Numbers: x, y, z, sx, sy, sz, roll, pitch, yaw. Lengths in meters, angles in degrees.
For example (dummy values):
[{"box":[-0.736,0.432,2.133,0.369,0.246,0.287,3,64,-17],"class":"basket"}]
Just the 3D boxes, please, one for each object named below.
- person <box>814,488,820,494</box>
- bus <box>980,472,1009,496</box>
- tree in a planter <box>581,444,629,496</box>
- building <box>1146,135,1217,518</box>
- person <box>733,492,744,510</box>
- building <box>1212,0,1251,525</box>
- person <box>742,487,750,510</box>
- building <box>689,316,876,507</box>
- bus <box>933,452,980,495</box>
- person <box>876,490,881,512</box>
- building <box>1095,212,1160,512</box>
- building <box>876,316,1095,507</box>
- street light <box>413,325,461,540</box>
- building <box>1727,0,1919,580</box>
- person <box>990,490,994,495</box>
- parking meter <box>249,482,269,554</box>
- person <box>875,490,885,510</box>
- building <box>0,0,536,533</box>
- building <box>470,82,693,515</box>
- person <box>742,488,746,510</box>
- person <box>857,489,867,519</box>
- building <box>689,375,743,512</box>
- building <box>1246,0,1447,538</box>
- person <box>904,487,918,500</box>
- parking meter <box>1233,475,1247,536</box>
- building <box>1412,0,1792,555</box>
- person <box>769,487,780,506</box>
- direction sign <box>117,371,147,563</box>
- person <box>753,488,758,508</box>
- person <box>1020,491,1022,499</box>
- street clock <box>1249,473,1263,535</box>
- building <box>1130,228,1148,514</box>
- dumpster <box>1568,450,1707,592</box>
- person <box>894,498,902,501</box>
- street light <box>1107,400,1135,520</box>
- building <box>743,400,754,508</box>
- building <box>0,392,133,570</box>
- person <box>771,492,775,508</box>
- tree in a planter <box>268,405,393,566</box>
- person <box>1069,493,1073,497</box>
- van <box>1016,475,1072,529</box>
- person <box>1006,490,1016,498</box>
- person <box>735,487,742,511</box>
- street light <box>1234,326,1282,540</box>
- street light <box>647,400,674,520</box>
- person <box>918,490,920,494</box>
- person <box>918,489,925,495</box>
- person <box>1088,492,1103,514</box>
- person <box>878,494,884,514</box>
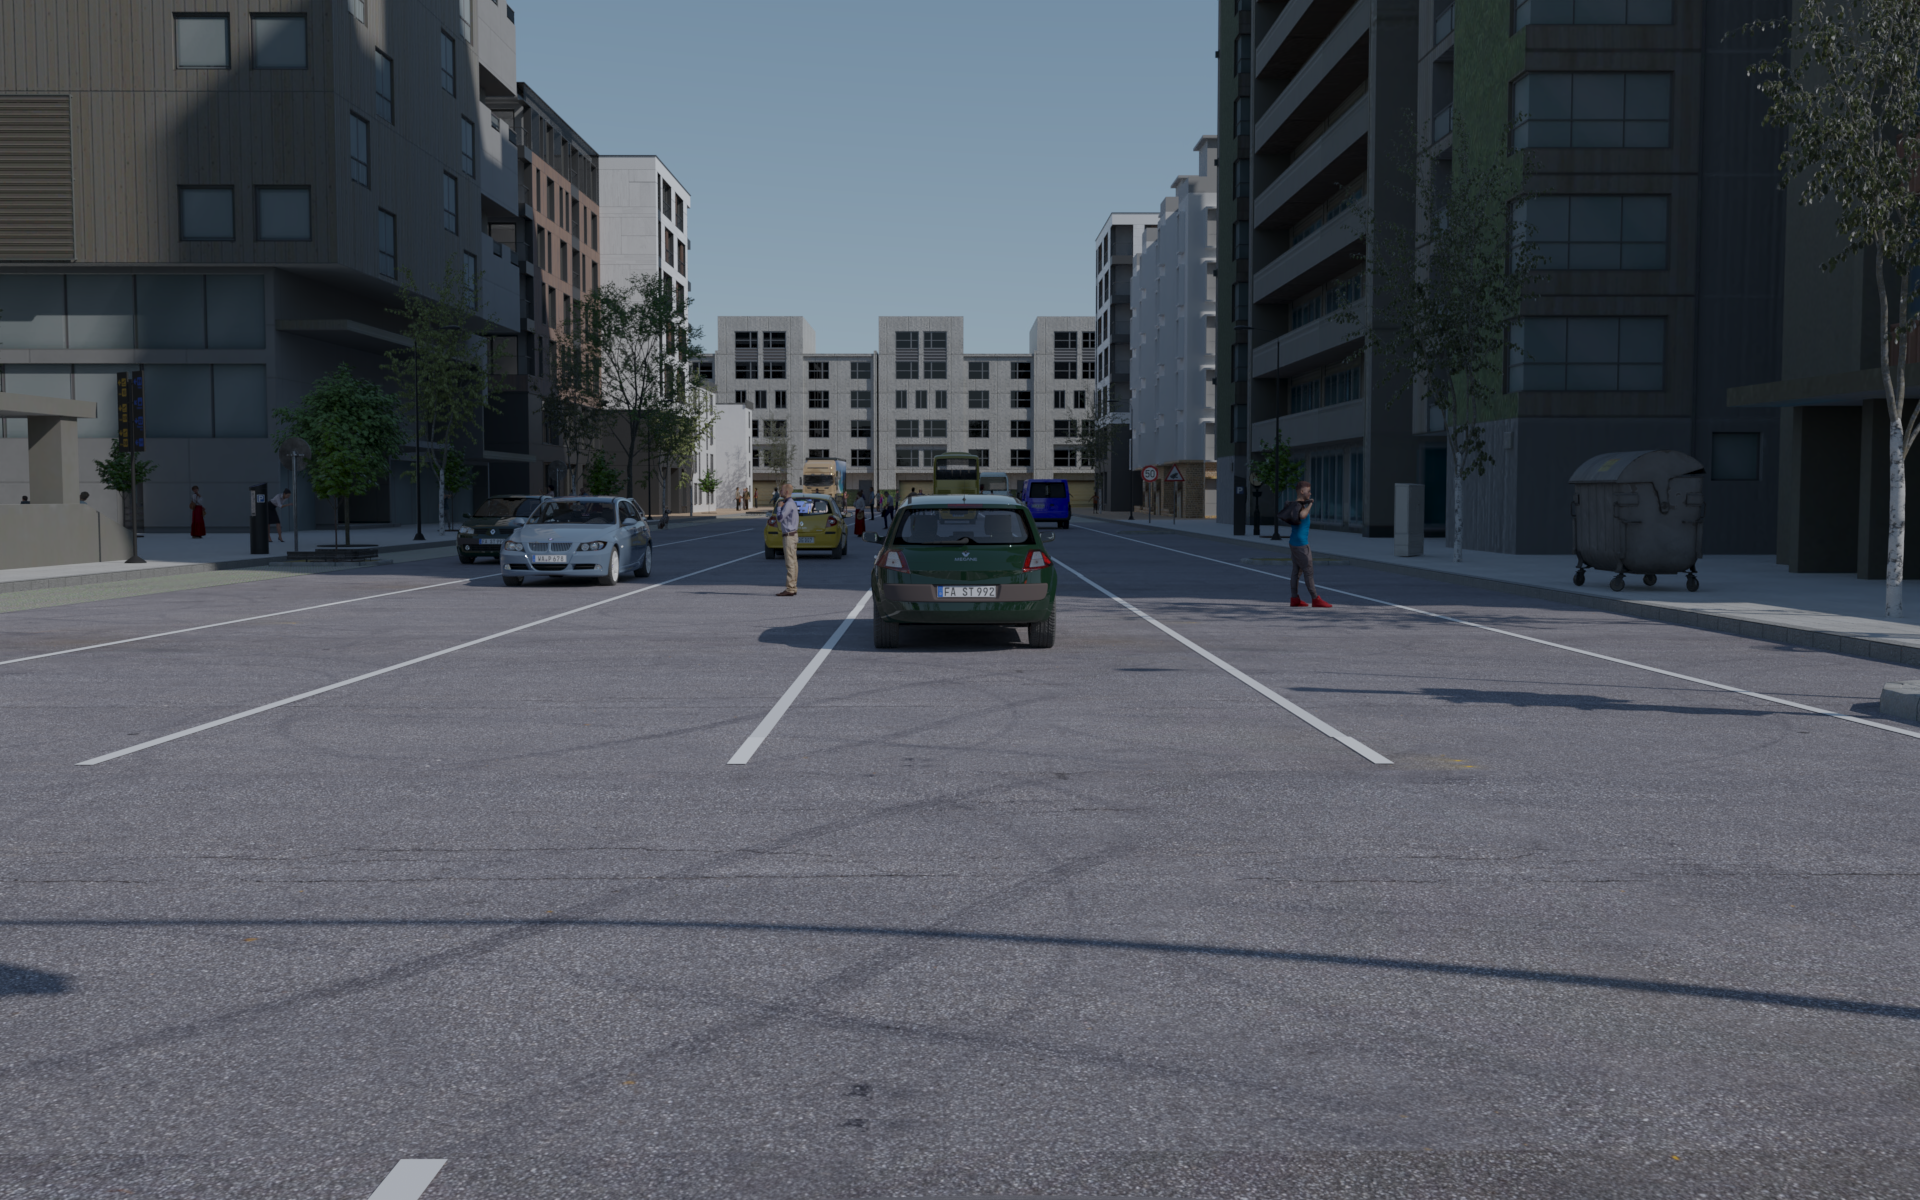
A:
[{"box":[-8.288,-5.501,98.896,0.683,1.767,0.568,-3,4,-39],"class":"person"},{"box":[2.847,-9.650,152.639,2.948,3.499,13.247,0,4,0],"class":"bus"},{"box":[-12.800,-3.954,61.871,1.991,3.239,1.994,0,4,0],"class":"tree in a planter"},{"box":[19.309,-14.727,97.200,16.016,20.091,11.380,0,4,0],"class":"building"},{"box":[-17.246,-7.695,135.113,1.065,1.426,0.557,-3,5,-42],"class":"person"},{"box":[18.396,-18.748,78.227,14.160,30.474,14.107,0,4,0],"class":"building"},{"box":[-17.042,-8.077,138.193,0.705,1.812,1.348,-2,4,-34],"class":"person"},{"box":[-24.079,-19.208,180.513,31.486,18.905,16.747,0,4,0],"class":"building"},{"box":[-0.207,-6.647,100.232,2.896,3.916,12.252,0,3,0],"class":"bus"},{"box":[-6.453,-7.948,139.240,0.721,1.735,1.217,1,4,19],"class":"person"},{"box":[24.808,-18.242,142.225,27.936,21.610,32.646,0,4,0],"class":"building"},{"box":[7.607,-19.222,180.736,31.486,18.905,16.747,0,4,0],"class":"building"},{"box":[-14.449,-4.606,47.842,1.470,5.913,1.316,0,4,0],"class":"street light"},{"box":[26.960,-22.563,23.536,28.867,44.769,22.147,0,4,0],"class":"building"},{"box":[2.514,-8.015,140.253,1.217,1.736,0.721,-3,5,-44],"class":"person"},{"box":[-14.954,-1.745,36.941,0.372,1.533,0.369,0,3,0],"class":"parking meter"},{"box":[-6.806,-8.349,145.523,1.217,1.766,0.721,-3,5,-45],"class":"person"},{"box":[-33.392,-29.231,67.159,28.713,52.752,27.495,0,4,0],"class":"building"},{"box":[-32.196,-15.807,102.424,27.936,21.610,32.646,0,4,0],"class":"building"},{"box":[-17.539,-8.241,141.327,0.434,1.755,0.990,-1,4,-12],"class":"person"},{"box":[-5.713,-5.571,100.502,0.541,1.710,0.530,3,4,37],"class":"person"},{"box":[-23.179,-11.682,133.154,9.099,9.664,28.070,0,4,0],"class":"building"},{"box":[22.582,-26.678,59.883,21.300,48.544,21.600,0,4,0],"class":"building"},{"box":[-2.678,-5.572,99.607,1.348,1.823,0.705,1,4,10],"class":"person"},{"box":[8.681,-2.930,53.621,0.399,1.863,0.255,1,4,13],"class":"parking meter"},{"box":[18.689,-21.931,42.164,14.154,41.232,14.086,0,4,0],"class":"building"},{"box":[-10.245,-5.366,96.322,0.705,1.814,1.350,1,4,17],"class":"person"},{"box":[-15.320,-2.451,32.079,0.876,3.537,0.379,3,4,36],"class":"direction sign"},{"box":[-18.336,-9.140,155.443,0.705,1.831,1.348,-1,4,-18],"class":"person"},{"box":[5.295,-8.775,152.753,0.721,1.735,1.217,1,4,14],"class":"person"},{"box":[9.245,-3.018,53.906,0.471,2.002,0.358,1,4,17],"class":"street clock"},{"box":[19.465,-15.428,108.663,16.016,20.091,11.380,0,4,0],"class":"building"},{"box":[9.136,-1.078,23.379,1.264,1.857,1.865,0,4,0],"class":"dumpster"},{"box":[-5.833,-9.055,159.778,0.991,1.433,0.599,-1,4,-10],"class":"person"},{"box":[7.942,-6.911,85.544,1.470,5.913,1.316,0,4,0],"class":"street light"},{"box":[-32.981,-13.009,154.838,28.070,9.664,9.099,0,4,0],"class":"building"},{"box":[-32.271,-20.428,25.873,32.217,40.220,23.993,0,4,0],"class":"building"},{"box":[-17.183,-9.465,161.520,0.721,1.736,1.217,3,4,38],"class":"person"},{"box":[-12.612,-2.306,34.928,1.991,3.239,1.994,0,4,0],"class":"tree in a planter"},{"box":[8.522,-8.105,139.077,1.217,1.766,0.721,0,4,7],"class":"person"},{"box":[3.529,-4.175,72.638,2.240,2.365,5.245,0,4,-1],"class":"van"},{"box":[4.169,-8.278,144.571,1.217,1.736,0.721,-1,4,-9],"class":"person"},{"box":[-16.952,-7.723,132.328,0.705,1.823,1.348,0,4,7],"class":"person"},{"box":[8.241,-4.610,47.922,1.470,5.913,1.316,0,4,0],"class":"street light"},{"box":[-14.748,-6.888,85.160,1.470,5.913,1.316,0,4,0],"class":"street light"},{"box":[-3.389,-8.516,147.732,1.348,1.824,0.705,2,4,35],"class":"person"},{"box":[-2.584,-6.529,115.805,0.990,1.755,0.434,1,4,13],"class":"person"},{"box":[8.912,-6.396,113.876,1.065,1.426,0.557,-1,4,-19],"class":"person"},{"box":[-5.653,-6.829,123.385,0.599,1.433,0.991,-1,4,-20],"class":"person"}]
